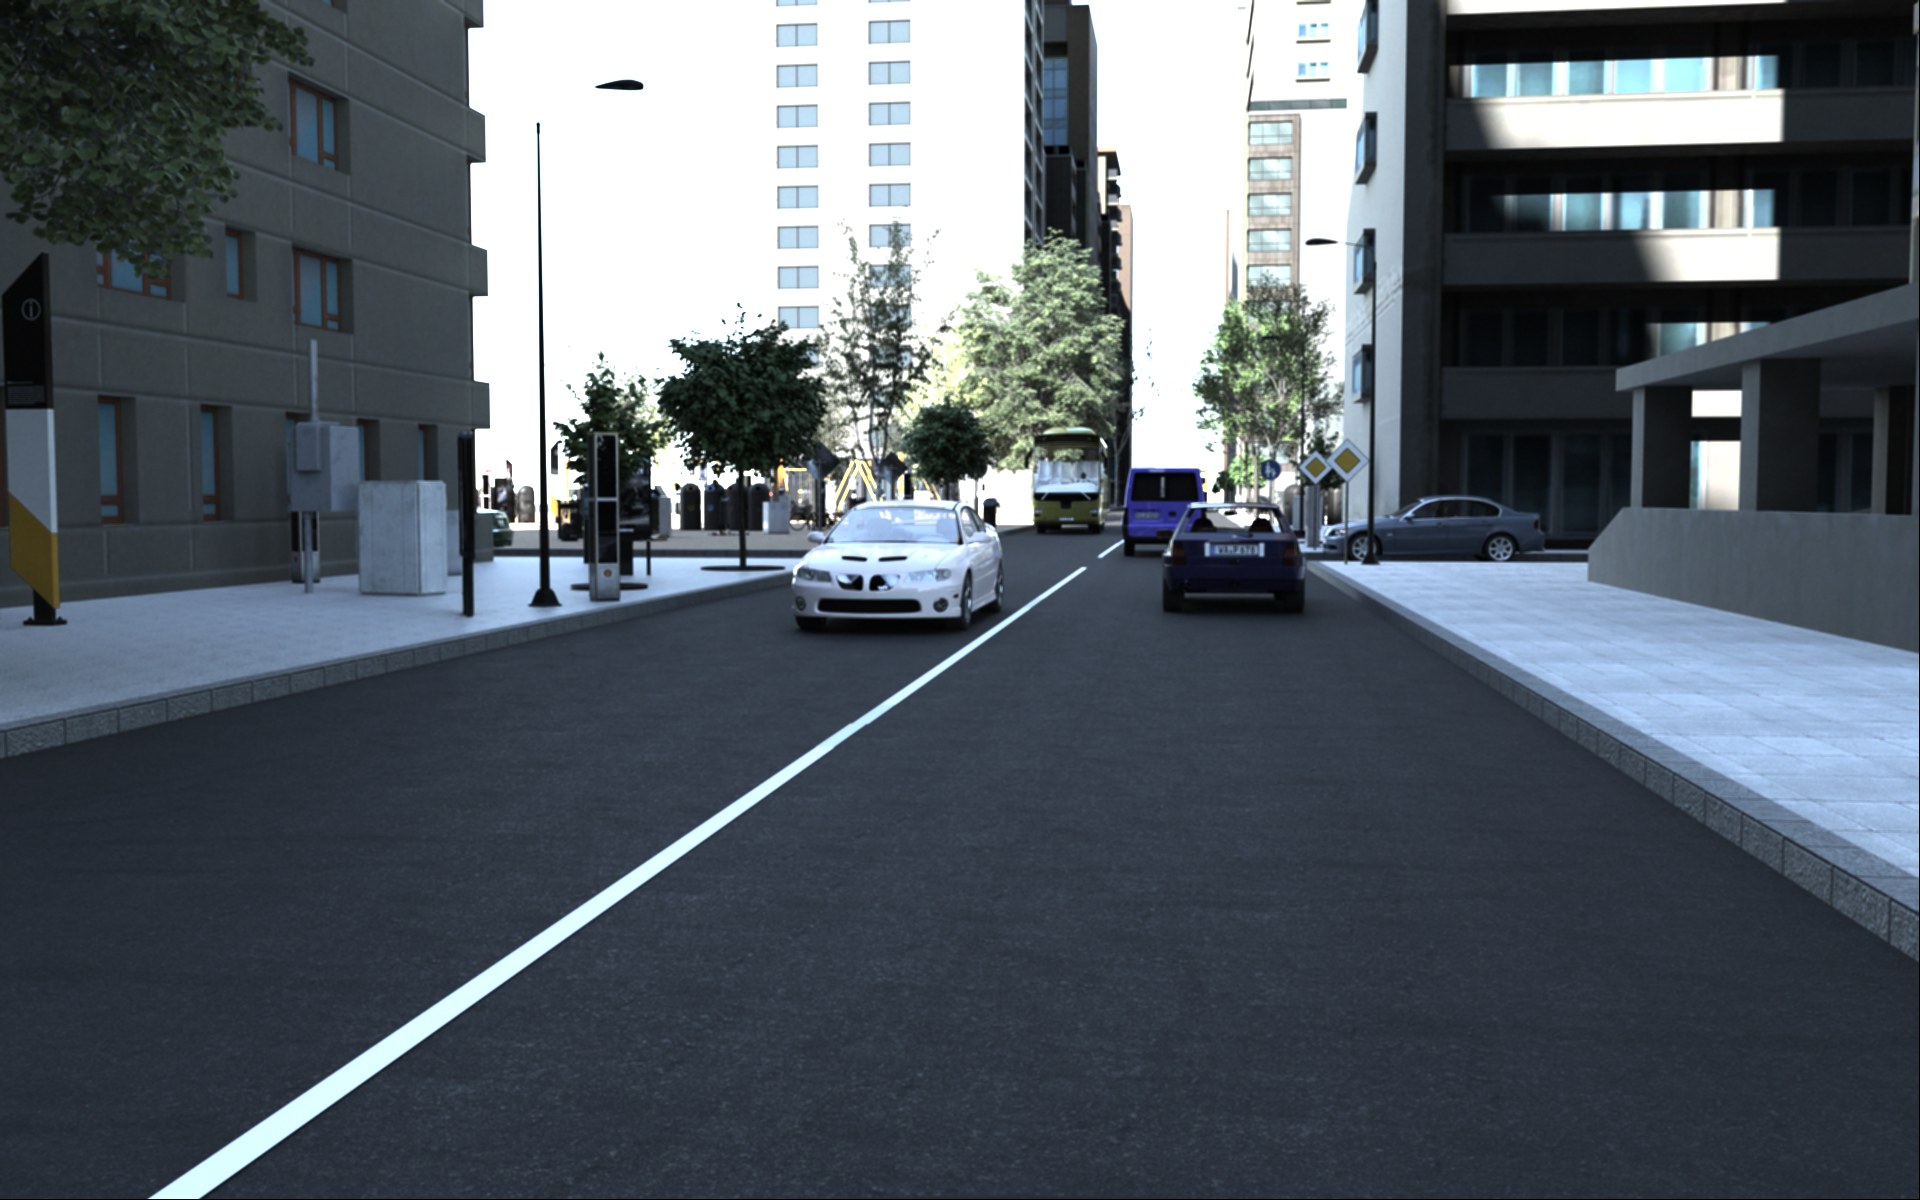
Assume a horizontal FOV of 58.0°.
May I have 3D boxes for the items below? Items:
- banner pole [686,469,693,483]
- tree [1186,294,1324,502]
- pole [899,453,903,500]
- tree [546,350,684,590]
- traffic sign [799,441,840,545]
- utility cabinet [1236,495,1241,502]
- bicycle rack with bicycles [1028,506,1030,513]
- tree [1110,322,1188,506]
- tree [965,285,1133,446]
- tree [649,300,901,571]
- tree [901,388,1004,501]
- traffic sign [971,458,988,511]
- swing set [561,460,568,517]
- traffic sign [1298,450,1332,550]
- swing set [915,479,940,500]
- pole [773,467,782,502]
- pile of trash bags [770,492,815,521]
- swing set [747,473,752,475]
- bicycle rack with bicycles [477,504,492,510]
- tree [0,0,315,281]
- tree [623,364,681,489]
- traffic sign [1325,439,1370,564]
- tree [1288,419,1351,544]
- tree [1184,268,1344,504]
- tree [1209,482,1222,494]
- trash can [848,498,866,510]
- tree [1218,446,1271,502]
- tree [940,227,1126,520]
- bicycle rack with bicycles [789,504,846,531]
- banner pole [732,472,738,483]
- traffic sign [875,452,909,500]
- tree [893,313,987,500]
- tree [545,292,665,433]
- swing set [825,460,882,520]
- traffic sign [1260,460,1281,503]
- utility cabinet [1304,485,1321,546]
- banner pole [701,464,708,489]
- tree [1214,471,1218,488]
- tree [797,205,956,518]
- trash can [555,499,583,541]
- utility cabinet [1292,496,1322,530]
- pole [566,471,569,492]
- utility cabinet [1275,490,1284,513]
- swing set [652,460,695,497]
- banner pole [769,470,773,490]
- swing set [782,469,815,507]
[{"bbox_3d":[-16.875,-7.232,108.265,0.863,3.779,0.401,0,4,6],"label":"banner pole"},{"bbox_3d":[15.404,-10.087,90.672,9.928,11.665,9.643,0,3,0],"label":"tree"},{"bbox_3d":[-2.864,-5.511,83.954,0.158,3.312,0.155,0,3,0],"label":"pole"},{"bbox_3d":[-4.878,-1.768,23.501,1.663,3.219,1.824,0,3,0],"label":"tree"},{"bbox_3d":[-2.660,-1.788,32.882,0.795,2.450,0.064,0,4,8],"label":"traffic sign"},{"bbox_3d":[16.370,-5.547,101.855,0.306,1.237,1.020,1,4,12],"label":"utility cabinet"},{"bbox_3d":[5.935,-5.666,106.029,2.925,0.926,2.852,2,4,27],"label":"bicycle rack with bicycles"},{"bbox_3d":[18.485,-20.413,189.649,12.611,20.169,13.585,0,3,0],"label":"tree"},{"bbox_3d":[4.844,-11.448,97.545,12.009,13.543,11.850,0,3,0],"label":"tree"},{"bbox_3d":[-3.703,-2.804,29.557,4.285,4.588,4.351,0,3,0],"label":"tree"},{"bbox_3d":[-0.455,-4.275,53.609,4.285,4.588,4.351,0,3,0],"label":"tree"},{"bbox_3d":[0.540,-3.525,57.732,0.768,2.556,0.104,1,4,14],"label":"traffic sign"},{"bbox_3d":[-16.692,-5.041,80.042,3.119,2.851,2.862,0,4,-6],"label":"swing set"},{"bbox_3d":[8.100,-2.192,39.490,0.795,2.450,0.064,0,4,8],"label":"traffic sign"},{"bbox_3d":[-2.477,-7.036,112.663,2.862,2.851,3.119,-1,4,-9],"label":"swing set"},{"bbox_3d":[-6.131,-3.902,57.634,0.158,3.312,0.155,0,3,0],"label":"pole"},{"bbox_3d":[-8.579,-4.558,84.281,1.912,1.369,3.447,-3,5,-41],"label":"pile of trash bags"},{"bbox_3d":[-12.344,-6.364,101.677,2.862,2.851,3.119,0,4,-2],"label":"swing set"},{"bbox_3d":[-20.898,-3.693,73.768,2.852,0.926,2.925,0,4,-5],"label":"bicycle rack with bicycles"},{"bbox_3d":[-6.381,-5.654,10.567,7.486,12.596,7.792,0,3,0],"label":"tree"},{"bbox_3d":[-16.920,-8.977,97.136,4.737,8.622,4.395,0,3,0],"label":"tree"},{"bbox_3d":[7.046,-1.708,31.574,0.795,2.450,0.064,0,4,8],"label":"traffic sign"},{"bbox_3d":[9.283,-3.070,44.795,1.663,3.219,1.824,0,3,0],"label":"tree"},{"bbox_3d":[12.882,-8.438,72.374,8.767,10.594,7.601,3,5,45],"label":"tree"},{"bbox_3d":[35.662,-15.182,242.828,1.663,3.219,1.824,0,3,0],"label":"tree"},{"bbox_3d":[-4.004,-3.416,67.497,0.748,1.137,0.748,0,3,0],"label":"trash can"},{"bbox_3d":[20.001,-8.252,118.639,4.285,4.588,4.351,0,3,0],"label":"tree"},{"bbox_3d":[3.684,-10.891,84.720,9.857,13.997,8.962,0,3,0],"label":"tree"},{"bbox_3d":[-4.520,-2.897,60.744,2.925,0.926,2.852,-1,4,-9],"label":"bicycle rack with bicycles"},{"bbox_3d":[-13.444,-6.971,103.990,0.863,3.779,0.401,-1,4,-19],"label":"banner pole"},{"bbox_3d":[-1.606,-2.273,40.798,0.795,2.450,0.064,0,4,8],"label":"traffic sign"},{"bbox_3d":[-0.809,-7.373,70.909,4.737,8.622,4.395,0,3,0],"label":"tree"},{"bbox_3d":[-13.292,-6.967,64.267,4.360,8.622,3.978,0,3,0],"label":"tree"},{"bbox_3d":[-4.777,-5.151,81.846,2.862,2.851,3.119,0,4,4],"label":"swing set"},{"bbox_3d":[11.467,-3.907,63.985,0.768,2.556,0.104,1,4,15],"label":"traffic sign"},{"bbox_3d":[8.629,-2.066,42.465,0.318,1.500,1.173,0,4,8],"label":"utility cabinet"},{"bbox_3d":[-13.774,-6.308,93.149,0.401,3.779,0.863,2,4,28],"label":"banner pole"},{"bbox_3d":[30.575,-13.076,197.499,4.285,4.588,4.351,0,3,0],"label":"tree"},{"bbox_3d":[-2.126,-5.780,44.857,4.360,8.622,3.978,0,3,0],"label":"tree"},{"bbox_3d":[-10.679,-2.181,47.309,0.748,1.137,0.748,0,3,0],"label":"trash can"},{"bbox_3d":[12.575,-3.154,62.734,1.020,1.237,0.306,2,4,27],"label":"utility cabinet"},{"bbox_3d":[-22.570,-6.469,99.604,0.158,3.312,0.155,0,3,0],"label":"pole"},{"bbox_3d":[19.405,-5.815,103.759,1.173,1.500,0.318,2,4,28],"label":"utility cabinet"},{"bbox_3d":[-12.611,-5.091,80.863,3.119,2.851,2.862,-1,4,-12],"label":"swing set"},{"bbox_3d":[-11.514,-7.095,106.019,0.863,3.779,0.401,3,4,37],"label":"banner pole"},{"bbox_3d":[-9.576,-6.793,108.681,3.119,2.851,2.862,1,4,12],"label":"swing set"}]
